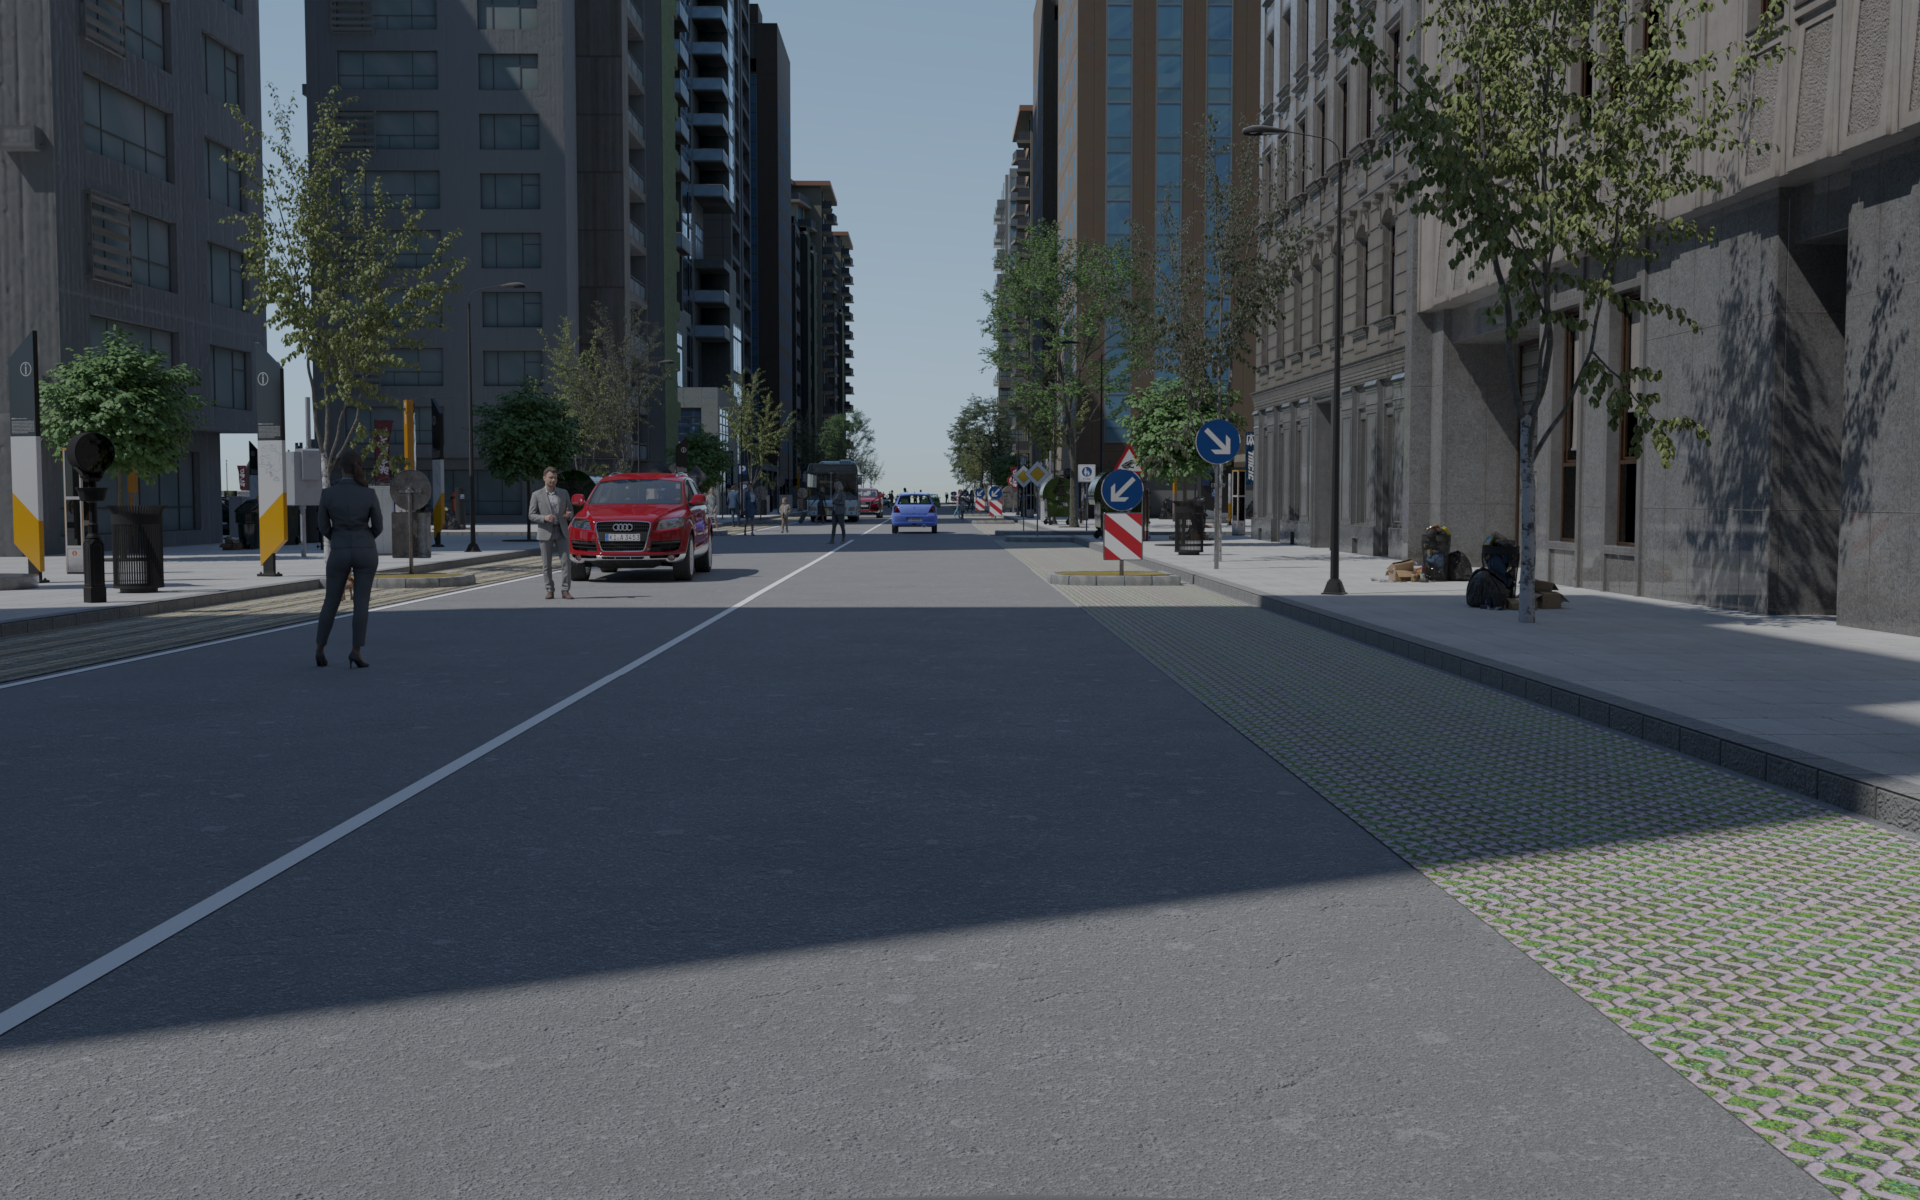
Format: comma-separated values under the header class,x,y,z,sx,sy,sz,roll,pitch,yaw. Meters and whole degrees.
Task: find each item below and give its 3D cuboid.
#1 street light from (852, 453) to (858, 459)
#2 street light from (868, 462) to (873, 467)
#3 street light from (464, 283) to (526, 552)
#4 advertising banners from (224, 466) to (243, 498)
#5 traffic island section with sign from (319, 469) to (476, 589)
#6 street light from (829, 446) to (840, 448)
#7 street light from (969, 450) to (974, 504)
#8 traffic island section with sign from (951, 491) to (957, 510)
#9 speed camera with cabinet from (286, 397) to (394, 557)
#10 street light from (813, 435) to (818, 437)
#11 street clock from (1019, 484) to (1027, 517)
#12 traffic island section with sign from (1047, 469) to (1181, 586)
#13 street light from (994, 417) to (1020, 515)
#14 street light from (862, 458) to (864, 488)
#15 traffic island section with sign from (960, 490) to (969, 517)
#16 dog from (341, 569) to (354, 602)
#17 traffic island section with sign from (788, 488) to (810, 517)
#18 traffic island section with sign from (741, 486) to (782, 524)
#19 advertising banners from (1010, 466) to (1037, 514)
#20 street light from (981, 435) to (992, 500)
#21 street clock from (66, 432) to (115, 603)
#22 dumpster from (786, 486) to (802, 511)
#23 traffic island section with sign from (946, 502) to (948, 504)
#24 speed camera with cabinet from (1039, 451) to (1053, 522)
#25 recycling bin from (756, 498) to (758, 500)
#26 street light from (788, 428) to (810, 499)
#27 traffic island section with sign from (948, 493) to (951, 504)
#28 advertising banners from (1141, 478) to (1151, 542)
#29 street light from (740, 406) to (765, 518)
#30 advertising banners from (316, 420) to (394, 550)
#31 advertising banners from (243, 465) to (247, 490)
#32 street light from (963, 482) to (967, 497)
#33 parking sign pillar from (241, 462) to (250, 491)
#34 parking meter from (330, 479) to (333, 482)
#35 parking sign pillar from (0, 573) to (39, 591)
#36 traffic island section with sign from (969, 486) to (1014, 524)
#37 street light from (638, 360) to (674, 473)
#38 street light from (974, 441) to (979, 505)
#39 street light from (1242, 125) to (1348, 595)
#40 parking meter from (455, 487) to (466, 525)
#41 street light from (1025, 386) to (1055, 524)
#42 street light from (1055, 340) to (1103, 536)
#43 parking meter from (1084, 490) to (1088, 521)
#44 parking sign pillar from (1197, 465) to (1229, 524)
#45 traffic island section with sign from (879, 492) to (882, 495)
class,x,y,z,sx,sy,sz,roll,pitch,yaw
street light,-12.718,-13.791,198.016,1.470,5.913,1.316,0,4,-1
street light,-13.463,-17.076,251.738,1.470,5.913,1.316,0,4,-1
street light,-10.241,-4.015,38.181,1.470,5.913,1.316,0,4,-1
advertising banners,-27.771,-4.152,64.067,2.074,3.025,0.090,-1,4,-19
traffic island section with sign,-8.693,-1.126,27.044,1.989,1.847,2.006,0,4,-1
street light,-12.270,-11.901,167.114,1.470,5.913,1.316,0,4,-1
street light,1.820,-12.775,181.409,1.470,5.913,1.316,0,4,-1
traffic island section with sign,0.391,-9.266,160.127,1.989,1.847,2.006,0,4,-1
speed camera with cabinet,-12.865,-2.545,35.941,2.038,3.252,0.660,-3,4,-38
street light,-11.849,-10.034,136.599,1.470,5.913,1.316,0,4,-1
street clock,3.548,-5.713,97.976,0.358,2.002,0.471,3,5,42
traffic island section with sign,2.418,-1.172,27.794,1.989,1.847,2.006,0,4,-1
street light,2.975,-8.095,104.901,1.470,5.913,1.316,0,4,-1
street light,-12.985,-15.175,220.652,1.470,5.913,1.316,0,4,-1
traffic island section with sign,1.146,-6.220,110.330,1.989,1.847,2.006,0,4,-1
dog,-8.165,-0.232,23.075,0.540,0.507,0.406,2,4,25
traffic island section with sign,-9.973,-6.211,110.171,1.989,1.847,2.006,0,4,-1
traffic island section with sign,-9.551,-4.562,83.219,1.989,1.847,2.006,0,4,-1
advertising banners,4.201,-6.942,109.697,2.074,3.025,0.090,0,4,6
street light,2.496,-9.969,135.531,1.470,5.913,1.316,0,4,-1
street clock,-10.226,-0.969,20.421,0.358,2.002,0.471,3,4,38
dumpster,-12.344,-7.533,128.914,1.264,1.857,1.865,0,4,-1
traffic island section with sign,-0.856,-14.304,242.494,1.989,1.847,2.006,0,4,-1
speed camera with cabinet,4.007,-5.244,80.071,0.660,3.252,2.038,0,4,4
recycling bin,-13.489,-6.063,111.678,0.722,1.027,0.722,-2,4,-28
street light,-11.538,-9.140,121.984,1.470,5.913,1.316,0,4,-1
traffic island section with sign,-0.021,-10.939,187.477,1.989,1.847,2.006,0,4,-1
advertising banners,5.009,-3.099,46.862,0.090,3.025,2.074,1,4,13
street light,-11.023,-7.288,91.706,1.470,5.913,1.316,0,4,-1
advertising banners,-14.055,-2.700,40.328,0.090,3.025,2.074,3,4,37
advertising banners,-42.893,-6.684,105.477,2.074,3.025,0.090,-1,4,-16
street light,1.382,-14.627,211.687,1.470,5.913,1.316,0,4,-1
parking sign pillar,-53.684,-8.678,130.356,1.447,3.967,1.447,0,4,-2
parking meter,-25.059,-3.861,68.838,0.255,1.863,0.399,-2,4,-29
parking sign pillar,-13.280,-2.131,23.315,1.447,3.967,1.447,-2,4,-26
traffic island section with sign,1.571,-4.543,82.904,1.989,1.847,2.006,0,4,-1
street light,-10.605,-5.361,60.189,1.470,5.913,1.316,0,4,-1
street light,2.206,-10.923,151.129,1.470,5.913,1.316,0,4,-1
street light,4.252,-3.025,21.993,1.470,5.913,1.316,0,4,-1
parking meter,-18.684,-3.447,64.775,0.372,1.533,0.369,0,3,0
street light,3.471,-6.176,73.511,1.470,5.913,1.316,0,4,-1
street light,3.735,-4.884,52.395,1.470,5.913,1.316,0,4,-1
parking meter,6.020,-4.608,83.756,0.372,1.533,0.369,0,3,0
parking sign pillar,11.079,-5.344,75.842,1.447,3.967,1.447,-1,4,-15
traffic island section with sign,-12.398,-15.977,269.854,1.989,1.847,2.006,0,4,-1
